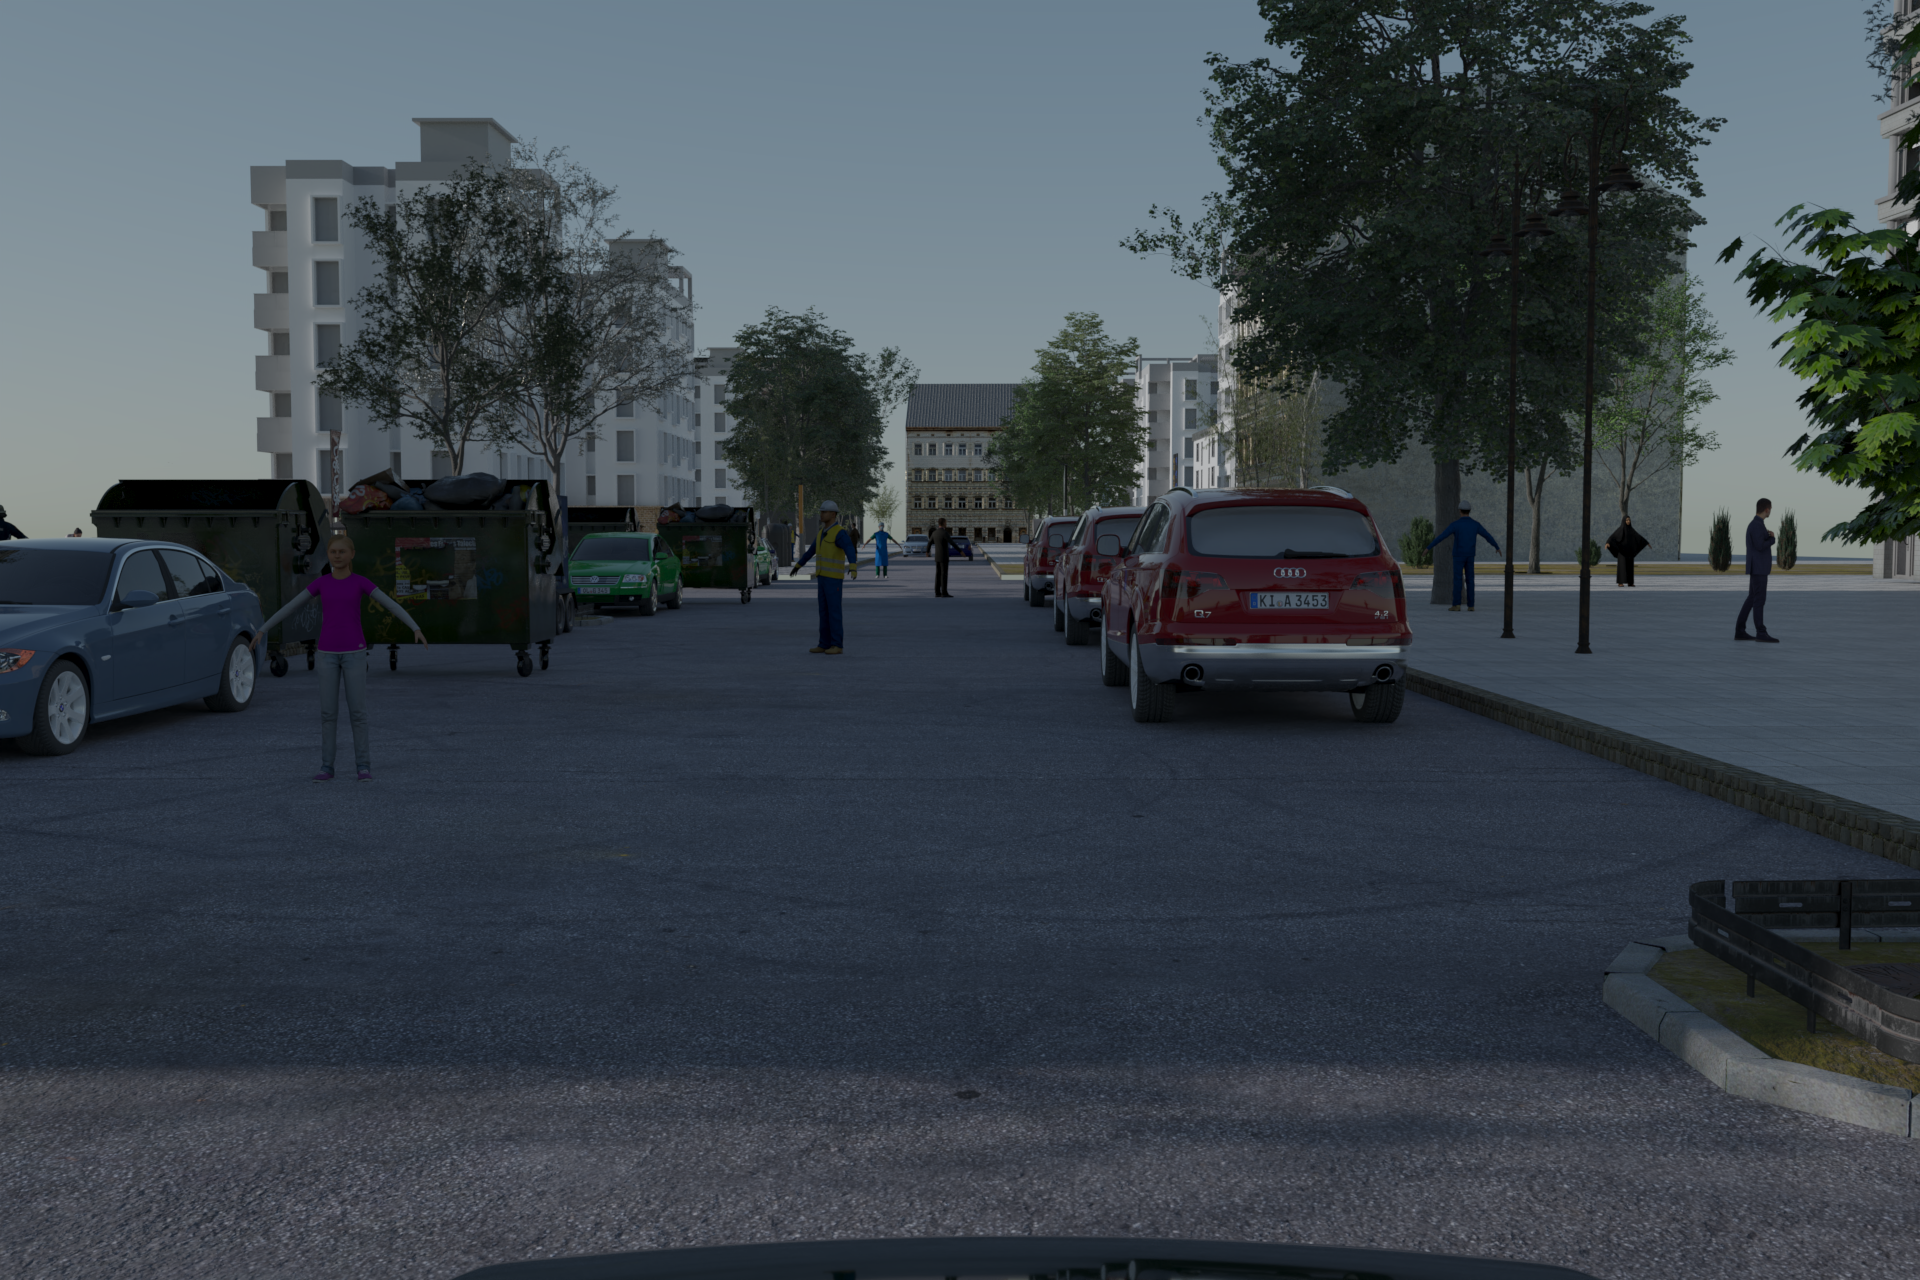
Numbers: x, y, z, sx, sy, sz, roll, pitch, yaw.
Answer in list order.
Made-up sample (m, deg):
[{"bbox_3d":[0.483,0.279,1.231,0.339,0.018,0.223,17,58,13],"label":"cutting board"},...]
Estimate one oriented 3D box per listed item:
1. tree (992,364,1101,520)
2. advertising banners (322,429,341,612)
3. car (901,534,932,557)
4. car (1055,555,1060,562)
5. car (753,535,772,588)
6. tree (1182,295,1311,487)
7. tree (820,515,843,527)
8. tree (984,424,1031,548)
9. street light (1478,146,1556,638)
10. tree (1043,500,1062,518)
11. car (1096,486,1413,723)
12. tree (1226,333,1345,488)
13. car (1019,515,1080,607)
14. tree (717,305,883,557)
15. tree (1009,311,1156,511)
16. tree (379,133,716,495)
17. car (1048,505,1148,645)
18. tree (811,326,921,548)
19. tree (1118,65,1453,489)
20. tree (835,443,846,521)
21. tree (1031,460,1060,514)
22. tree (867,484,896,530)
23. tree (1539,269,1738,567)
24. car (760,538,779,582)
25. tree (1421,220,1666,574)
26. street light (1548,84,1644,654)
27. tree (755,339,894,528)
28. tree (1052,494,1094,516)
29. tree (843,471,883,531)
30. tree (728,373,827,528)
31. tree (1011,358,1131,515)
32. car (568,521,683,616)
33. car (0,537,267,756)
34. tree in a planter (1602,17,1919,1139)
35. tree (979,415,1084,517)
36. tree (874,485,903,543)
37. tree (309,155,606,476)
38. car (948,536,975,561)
[{"bbox_3d":[5.978,-12.011,114.501,7.486,12.596,7.792,0,3,0],"label":"tree"},{"bbox_3d":[-10.464,-1.969,28.376,0.090,3.025,2.074,0,4,0],"label":"advertising banners"},{"bbox_3d":[-2.646,-5.880,108.143,2.014,1.417,4.499,0,3,0],"label":"car"},{"bbox_3d":[2.718,-1.089,29.605,2.131,1.459,4.920,0,4,0],"label":"car"},{"bbox_3d":[-6.200,-2.345,47.131,1.959,1.807,4.718,0,4,1],"label":"car"},{"bbox_3d":[9.029,-6.298,53.337,4.360,8.622,3.978,0,3,0],"label":"tree"},{"bbox_3d":[-9.337,-11.353,135.984,4.360,8.622,3.978,0,3,0],"label":"tree"},{"bbox_3d":[6.052,-14.073,155.841,9.928,11.665,9.643,0,3,0],"label":"tree"},{"bbox_3d":[6.763,-2.961,21.196,0.468,5.910,1.993,0,4,0],"label":"street light"},{"bbox_3d":[6.652,-12.005,146.650,4.360,8.622,3.978,0,3,0],"label":"tree"},{"bbox_3d":[2.336,-0.368,14.695,2.281,1.827,5.304,0,4,1],"label":"car"},{"bbox_3d":[11.705,-6.668,59.386,4.360,8.622,3.978,0,3,0],"label":"tree"},{"bbox_3d":[2.376,-1.649,35.640,2.281,1.827,5.304,0,4,0],"label":"car"},{"bbox_3d":[-8.864,-11.522,95.046,9.857,13.997,8.962,0,3,0],"label":"tree"},{"bbox_3d":[6.357,-10.451,88.996,7.486,12.596,7.792,0,3,0],"label":"tree"},{"bbox_3d":[-12.555,-8.750,53.432,12.009,13.543,11.850,0,3,0],"label":"tree"},{"bbox_3d":[2.378,-0.928,23.842,2.281,1.827,5.304,0,4,1],"label":"car"},{"bbox_3d":[-10.845,-18.539,158.994,12.611,20.169,13.585,0,3,0],"label":"tree"},{"bbox_3d":[12.902,-13.205,71.798,12.611,20.169,13.585,0,3,0],"label":"tree"},{"bbox_3d":[-9.567,-10.884,128.321,4.360,8.622,3.978,0,3,0],"label":"tree"},{"bbox_3d":[6.180,-11.244,134.199,4.360,8.622,3.978,0,3,0],"label":"tree"},{"bbox_3d":[-11.250,-18.135,246.876,4.737,8.622,4.395,0,3,0],"label":"tree"},{"bbox_3d":[26.157,-8.691,67.853,9.928,11.665,9.643,0,3,0],"label":"tree"},{"bbox_3d":[-6.509,-2.438,52.448,1.945,1.354,3.894,0,3,0],"label":"car"},{"bbox_3d":[18.565,-7.953,55.790,9.928,11.665,9.643,0,3,0],"label":"tree"},{"bbox_3d":[6.707,-2.793,18.449,0.468,5.910,1.993,0,3,0],"label":"street light"},{"bbox_3d":[-8.614,-12.550,111.845,9.857,13.997,8.962,0,3,0],"label":"tree"},{"bbox_3d":[16.536,-20.337,250.642,7.486,12.596,7.792,0,3,0],"label":"tree"},{"bbox_3d":[-9.223,-12.007,146.671,4.360,8.622,3.978,0,3,0],"label":"tree"},{"bbox_3d":[-9.043,-7.928,79.986,4.360,8.622,3.978,0,3,0],"label":"tree"},{"bbox_3d":[6.513,-10.752,101.556,9.928,11.665,9.643,0,3,0],"label":"tree"},{"bbox_3d":[-6.220,-1.401,31.697,1.959,1.807,4.718,0,3,0],"label":"car"},{"bbox_3d":[-6.648,-0.043,12.704,2.014,1.417,4.499,0,3,0],"label":"car"},{"bbox_3d":[2.961,-0.465,4.825,1.991,3.239,1.994,0,4,0],"label":"tree in a planter"},{"bbox_3d":[5.885,-11.642,124.763,8.767,10.594,7.601,-1,4,-19],"label":"tree"},{"bbox_3d":[-9.902,-18.408,251.326,4.360,8.622,3.978,0,3,0],"label":"tree"},{"bbox_3d":[-11.993,-6.579,41.972,8.767,10.594,7.601,2,4,32],"label":"tree"},{"bbox_3d":[-0.140,-4.952,93.541,1.945,1.354,3.894,0,3,0],"label":"car"}]
